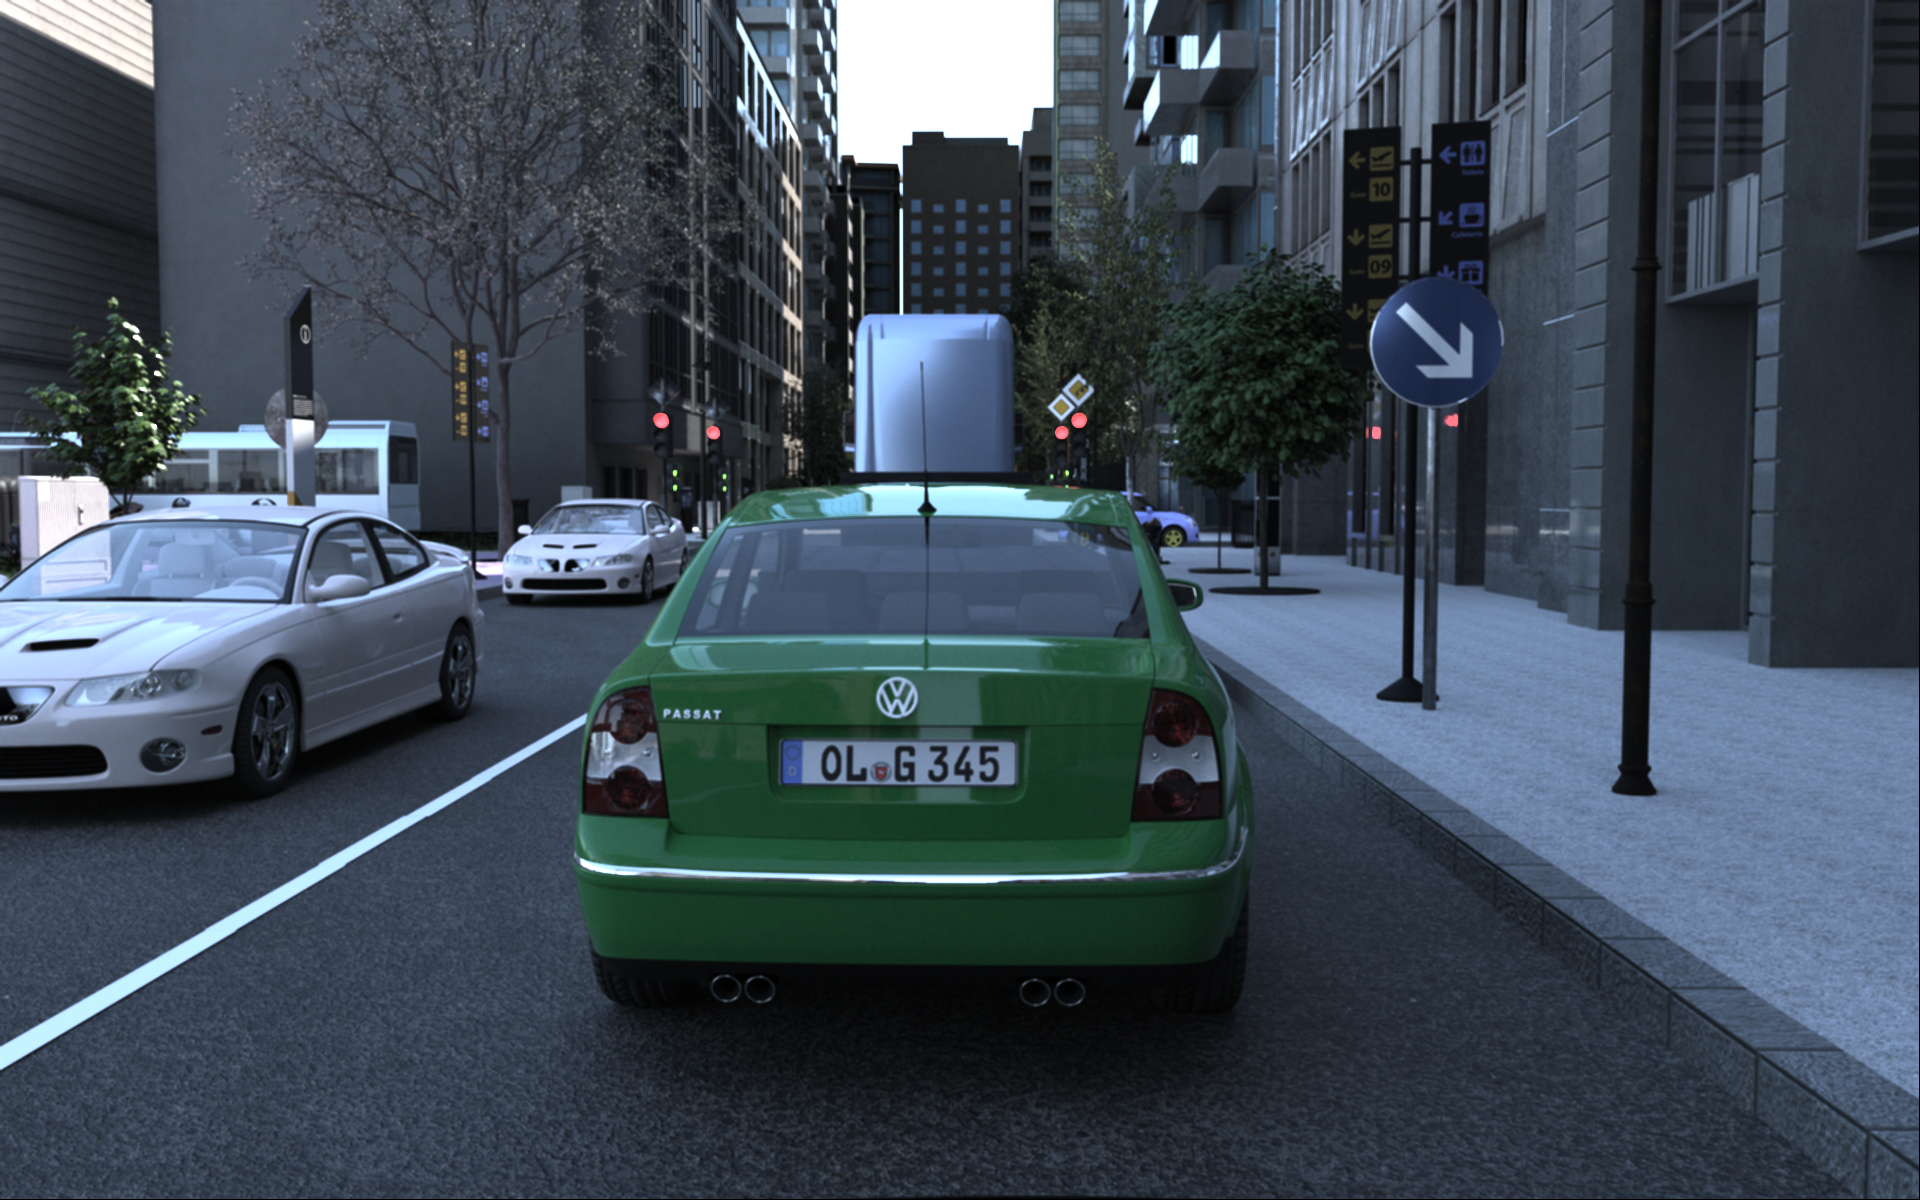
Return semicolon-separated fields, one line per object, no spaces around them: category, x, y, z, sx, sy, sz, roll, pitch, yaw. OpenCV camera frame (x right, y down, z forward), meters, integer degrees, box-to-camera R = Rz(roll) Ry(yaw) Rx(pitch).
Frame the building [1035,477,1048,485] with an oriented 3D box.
building;24.221;-30.059;183.348;32.217;40.220;23.993;0;4;0

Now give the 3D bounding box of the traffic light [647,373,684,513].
traffic light;-6.879;-3.147;40.379;0.839;4.253;0.868;0;4;0

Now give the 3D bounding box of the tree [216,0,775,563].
tree;-8.708;-7.459;32.319;12.009;13.543;11.850;0;3;0

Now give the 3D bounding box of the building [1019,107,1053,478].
building;18.117;-36.485;220.223;21.600;48.544;21.300;0;4;0

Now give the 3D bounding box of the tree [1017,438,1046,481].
tree;4.128;-14.599;156.818;7.486;12.596;7.792;0;3;0

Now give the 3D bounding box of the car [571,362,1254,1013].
car;-0.052;0.160;6.185;1.959;1.807;4.718;0;4;2

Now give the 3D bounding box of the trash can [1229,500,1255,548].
trash can;6.749;-1.802;41.119;0.748;1.137;0.748;0;3;0

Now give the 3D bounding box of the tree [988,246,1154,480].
tree;4.341;-9.980;80.175;9.611;12.733;9.660;0;3;0

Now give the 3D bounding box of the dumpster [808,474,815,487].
dumpster;-7.067;-4.464;75.482;1.502;2.255;1.985;0;4;1

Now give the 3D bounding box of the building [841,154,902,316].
building;-21.812;-34.677;221.589;28.867;44.769;22.147;0;4;0

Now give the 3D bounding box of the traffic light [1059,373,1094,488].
traffic light;2.732;-3.143;40.312;0.839;4.253;0.868;0;4;0

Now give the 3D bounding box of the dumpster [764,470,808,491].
dumpster;-7.105;-4.132;70.045;1.502;2.255;1.985;0;4;0

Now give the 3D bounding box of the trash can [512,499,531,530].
trash can;-12.488;-2.276;48.858;0.748;1.137;0.748;0;3;0

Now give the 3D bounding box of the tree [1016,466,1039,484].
tree;4.031;-6.745;104.889;1.663;3.219;1.824;0;3;0

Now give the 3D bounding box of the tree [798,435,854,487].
tree;-7.365;-6.912;96.717;4.285;4.588;4.351;0;3;0

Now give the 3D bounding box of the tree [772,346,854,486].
tree;-7.474;-8.334;86.630;4.360;8.622;3.978;0;3;0

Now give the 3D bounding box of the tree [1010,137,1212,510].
tree;3.475;-5.219;35.691;4.737;8.622;4.395;0;3;0

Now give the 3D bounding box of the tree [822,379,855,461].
tree;-7.192;-9.871;111.757;4.737;8.622;4.395;0;3;0

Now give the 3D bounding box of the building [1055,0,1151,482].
building;14.394;-27.670;135.994;14.154;41.232;14.086;0;4;0

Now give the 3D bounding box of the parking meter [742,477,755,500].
parking meter;-7.104;-3.207;58.144;0.399;1.863;0.255;1;4;18

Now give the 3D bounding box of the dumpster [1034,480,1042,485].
dumpster;3.673;-5.572;93.598;1.502;2.255;1.985;0;4;1

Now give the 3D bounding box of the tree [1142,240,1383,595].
tree;4.060;-2.376;22.567;4.285;4.588;4.351;0;3;0

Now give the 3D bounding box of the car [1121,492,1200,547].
car;4.415;-2.183;45.286;3.694;1.707;1.945;0;4;2

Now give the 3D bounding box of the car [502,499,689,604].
car;-4.970;-0.720;24.131;2.083;1.381;4.827;0;4;1

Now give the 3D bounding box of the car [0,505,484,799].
car;-4.119;0.164;9.677;2.083;1.381;4.827;0;4;2

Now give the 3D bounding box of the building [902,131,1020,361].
building;0.150;-34.652;216.676;14.200;45.320;14.600;0;4;0

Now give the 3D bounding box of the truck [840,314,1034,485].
truck;-0.259;-1.861;20.186;2.967;4.110;18.799;0;4;-1

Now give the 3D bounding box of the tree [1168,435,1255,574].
tree;4.214;-2.067;28.398;1.663;3.219;1.824;0;3;0

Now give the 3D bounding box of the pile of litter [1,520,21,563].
pile of litter;-16.501;-1.029;30.783;1.719;0.858;1.176;-3;4;-38

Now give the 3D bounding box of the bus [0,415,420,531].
bus;-20.814;-3.022;44.275;13.247;3.499;2.948;0;3;0

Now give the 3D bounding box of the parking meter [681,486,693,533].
parking meter;-8.922;-2.944;56.550;0.372;1.533;0.369;0;3;0

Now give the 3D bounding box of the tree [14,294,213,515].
tree;-8.322;-1.366;16.932;1.663;3.219;1.824;0;3;0

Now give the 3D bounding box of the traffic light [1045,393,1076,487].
traffic light;2.801;-3.632;48.297;0.839;4.253;0.868;0;4;0

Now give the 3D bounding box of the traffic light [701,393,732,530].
traffic light;-6.810;-3.636;48.363;0.839;4.253;0.868;0;4;0

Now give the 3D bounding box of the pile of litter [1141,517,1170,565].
pile of litter;3.282;-1.098;31.921;1.176;0.858;1.719;0;4;7

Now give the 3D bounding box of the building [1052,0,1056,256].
building;18.854;-37.601;156.781;21.231;58.520;28.212;0;4;0
